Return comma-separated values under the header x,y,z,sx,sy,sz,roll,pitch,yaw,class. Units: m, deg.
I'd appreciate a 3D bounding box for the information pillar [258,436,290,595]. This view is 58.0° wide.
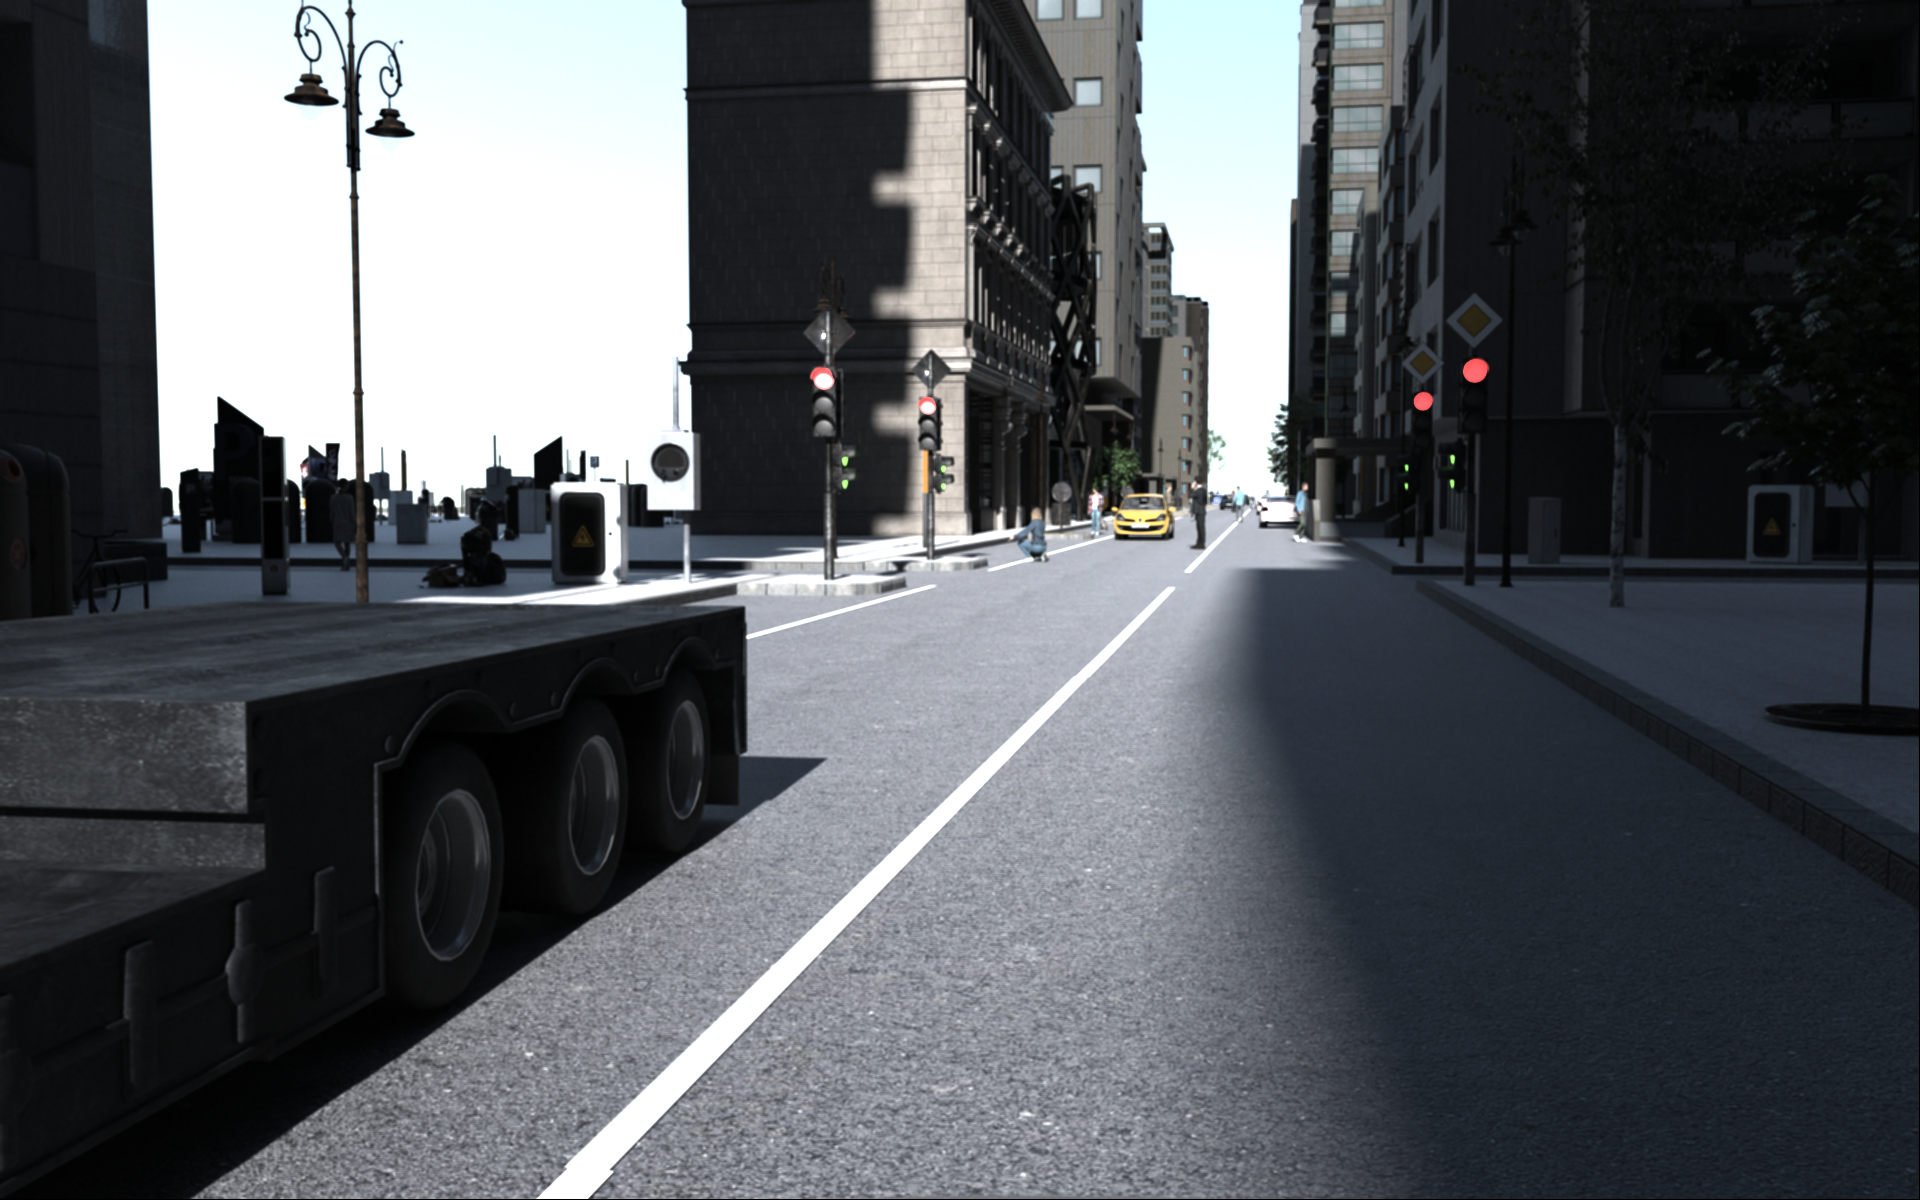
x,y,z,sx,sy,sz,roll,pitch,yaw,class
-8.740,-1.076,22.081,0.304,2.012,0.304,-1,4,-14,information pillar

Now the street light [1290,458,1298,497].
x,y,z,sx,sy,sz,roll,pitch,yaw,class
38.485,-13.849,199.210,0.468,5.910,1.993,1,4,10,street light

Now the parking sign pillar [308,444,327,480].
x,y,z,sx,sy,sz,roll,pitch,yaw,class
-34.612,-6.446,93.868,1.447,3.967,1.447,2,4,34,parking sign pillar

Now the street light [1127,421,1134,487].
x,y,z,sx,sy,sz,roll,pitch,yaw,class
10.820,-8.401,110.147,0.468,5.910,1.993,1,4,10,street light

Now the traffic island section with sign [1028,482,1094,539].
x,y,z,sx,sy,sz,roll,pitch,yaw,class
3.283,-2.881,55.729,1.989,1.847,2.006,1,4,10,traffic island section with sign

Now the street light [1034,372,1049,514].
x,y,z,sx,sy,sz,roll,pitch,yaw,class
3.094,-5.702,66.008,0.468,5.910,1.993,1,4,10,street light

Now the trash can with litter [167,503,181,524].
x,y,z,sx,sy,sz,roll,pitch,yaw,class
-33.134,-3.811,73.703,0.624,1.170,1.055,3,4,36,trash can with litter

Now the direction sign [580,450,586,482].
x,y,z,sx,sy,sz,roll,pitch,yaw,class
-19.394,-5.942,89.153,0.379,3.537,0.876,0,4,2,direction sign

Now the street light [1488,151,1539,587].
x,y,z,sx,sy,sz,roll,pitch,yaw,class
7.554,-3.119,23.781,0.468,5.910,1.993,1,4,10,street light

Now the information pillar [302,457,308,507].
x,y,z,sx,sy,sz,roll,pitch,yaw,class
-38.696,-6.805,102.617,0.504,3.616,0.183,-1,4,-14,information pillar

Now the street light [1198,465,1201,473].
x,y,z,sx,sy,sz,roll,pitch,yaw,class
30.929,-15.370,224.094,0.468,5.910,1.993,1,4,10,street light

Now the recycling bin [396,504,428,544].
x,y,z,sx,sy,sz,roll,pitch,yaw,class
-14.195,-1.978,44.899,0.722,1.027,0.722,-1,4,-11,recycling bin

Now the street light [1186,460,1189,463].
x,y,z,sx,sy,sz,roll,pitch,yaw,class
25.130,-13.380,191.557,0.468,5.910,1.993,1,4,10,street light

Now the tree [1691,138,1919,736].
x,y,z,sx,sy,sz,roll,pitch,yaw,class
4.931,-0.918,9.607,1.663,3.219,1.824,0,3,0,tree

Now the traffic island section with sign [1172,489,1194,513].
x,y,z,sx,sy,sz,roll,pitch,yaw,class
16.693,-7.539,131.885,1.989,1.847,2.006,1,4,10,traffic island section with sign

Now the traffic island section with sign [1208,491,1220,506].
x,y,z,sx,sy,sz,roll,pitch,yaw,class
31.100,-12.540,213.653,1.989,1.847,2.006,1,4,10,traffic island section with sign

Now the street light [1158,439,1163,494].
x,y,z,sx,sy,sz,roll,pitch,yaw,class
16.439,-10.343,141.896,0.468,5.910,1.993,1,4,10,street light

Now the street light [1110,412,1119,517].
x,y,z,sx,sy,sz,roll,pitch,yaw,class
8.726,-7.656,97.971,0.468,5.910,1.993,1,4,10,street light

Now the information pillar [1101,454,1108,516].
x,y,z,sx,sy,sz,roll,pitch,yaw,class
8.534,-6.792,102.406,0.504,3.616,0.183,-2,4,-28,information pillar

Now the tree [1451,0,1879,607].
x,y,z,sx,sy,sz,roll,pitch,yaw,class
7.710,-4.224,19.425,4.360,8.622,3.978,0,3,0,tree

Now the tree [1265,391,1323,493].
x,y,z,sx,sy,sz,roll,pitch,yaw,class
37.681,-16.697,191.126,7.486,12.596,7.792,0,3,0,tree

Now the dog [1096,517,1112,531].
x,y,z,sx,sy,sz,roll,pitch,yaw,class
5.640,-3.144,68.238,0.800,0.831,0.513,2,4,33,dog

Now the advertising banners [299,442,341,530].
x,y,z,sx,sy,sz,roll,pitch,yaw,class
-22.010,-3.827,58.754,2.074,3.025,0.090,0,4,1,advertising banners

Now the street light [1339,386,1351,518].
x,y,z,sx,sy,sz,roll,pitch,yaw,class
16.400,-6.185,73.914,0.468,5.910,1.993,1,4,10,street light

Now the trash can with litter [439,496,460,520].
x,y,z,sx,sy,sz,roll,pitch,yaw,class
-25.269,-4.555,85.855,0.624,1.170,1.055,1,4,15,trash can with litter

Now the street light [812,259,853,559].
x,y,z,sx,sy,sz,roll,pitch,yaw,class
-2.502,-3.759,34.255,0.468,5.910,1.993,1,4,10,street light

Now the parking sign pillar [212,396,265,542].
x,y,z,sx,sy,sz,roll,pitch,yaw,class
-19.709,-3.602,47.366,1.447,3.967,1.447,0,4,8,parking sign pillar

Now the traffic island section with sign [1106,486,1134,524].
x,y,z,sx,sy,sz,roll,pitch,yaw,class
8.012,-4.523,82.571,1.989,1.847,2.006,1,4,10,traffic island section with sign

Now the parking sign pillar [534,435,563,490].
x,y,z,sx,sy,sz,roll,pitch,yaw,class
-18.719,-5.527,78.832,1.447,3.967,1.447,-1,4,-9,parking sign pillar

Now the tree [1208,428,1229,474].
x,y,z,sx,sy,sz,roll,pitch,yaw,class
37.015,-20.654,263.447,9.928,11.665,9.643,0,3,0,tree

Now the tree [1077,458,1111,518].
x,y,z,sx,sy,sz,roll,pitch,yaw,class
7.260,-5.995,92.613,1.663,3.219,1.824,0,3,0,tree

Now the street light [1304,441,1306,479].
x,y,z,sx,sy,sz,roll,pitch,yaw,class
29.665,-10.790,149.200,0.468,5.910,1.993,1,4,10,street light

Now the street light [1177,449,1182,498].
x,y,z,sx,sy,sz,roll,pitch,yaw,class
22.021,-12.285,173.651,0.468,5.910,1.993,1,4,10,street light

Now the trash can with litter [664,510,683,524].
x,y,z,sx,sy,sz,roll,pitch,yaw,class
-12.123,-3.821,73.525,2.233,1.210,1.678,1,4,15,trash can with litter

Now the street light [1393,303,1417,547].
x,y,z,sx,sy,sz,roll,pitch,yaw,class
10.793,-4.243,42.163,0.468,5.910,1.993,1,4,10,street light

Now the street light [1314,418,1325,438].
x,y,z,sx,sy,sz,roll,pitch,yaw,class
21.964,-8.128,105.672,0.468,5.910,1.993,1,4,10,street light

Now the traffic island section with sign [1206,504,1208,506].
x,y,z,sx,sy,sz,roll,pitch,yaw,class
21.371,-9.162,158.433,1.989,1.847,2.006,1,4,10,traffic island section with sign

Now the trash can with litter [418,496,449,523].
x,y,z,sx,sy,sz,roll,pitch,yaw,class
-24.101,-4.118,78.393,2.233,1.210,1.678,2,4,26,trash can with litter

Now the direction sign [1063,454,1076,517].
x,y,z,sx,sy,sz,roll,pitch,yaw,class
6.173,-6.461,97.638,0.876,3.537,0.379,2,4,35,direction sign

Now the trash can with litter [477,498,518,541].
x,y,z,sx,sy,sz,roll,pitch,yaw,class
-12.816,-2.239,48.001,1.055,1.170,0.624,-2,4,-23,trash can with litter

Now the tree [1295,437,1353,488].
x,y,z,sx,sy,sz,roll,pitch,yaw,class
20.887,-7.076,99.404,4.285,4.588,4.351,0,3,0,tree

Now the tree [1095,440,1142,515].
x,y,z,sx,sy,sz,roll,pitch,yaw,class
9.421,-7.435,105.276,4.285,4.588,4.351,0,3,0,tree

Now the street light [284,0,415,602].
x,y,z,sx,sy,sz,roll,pitch,yaw,class
-5.692,-2.664,16.344,0.468,5.910,1.993,1,4,10,street light
